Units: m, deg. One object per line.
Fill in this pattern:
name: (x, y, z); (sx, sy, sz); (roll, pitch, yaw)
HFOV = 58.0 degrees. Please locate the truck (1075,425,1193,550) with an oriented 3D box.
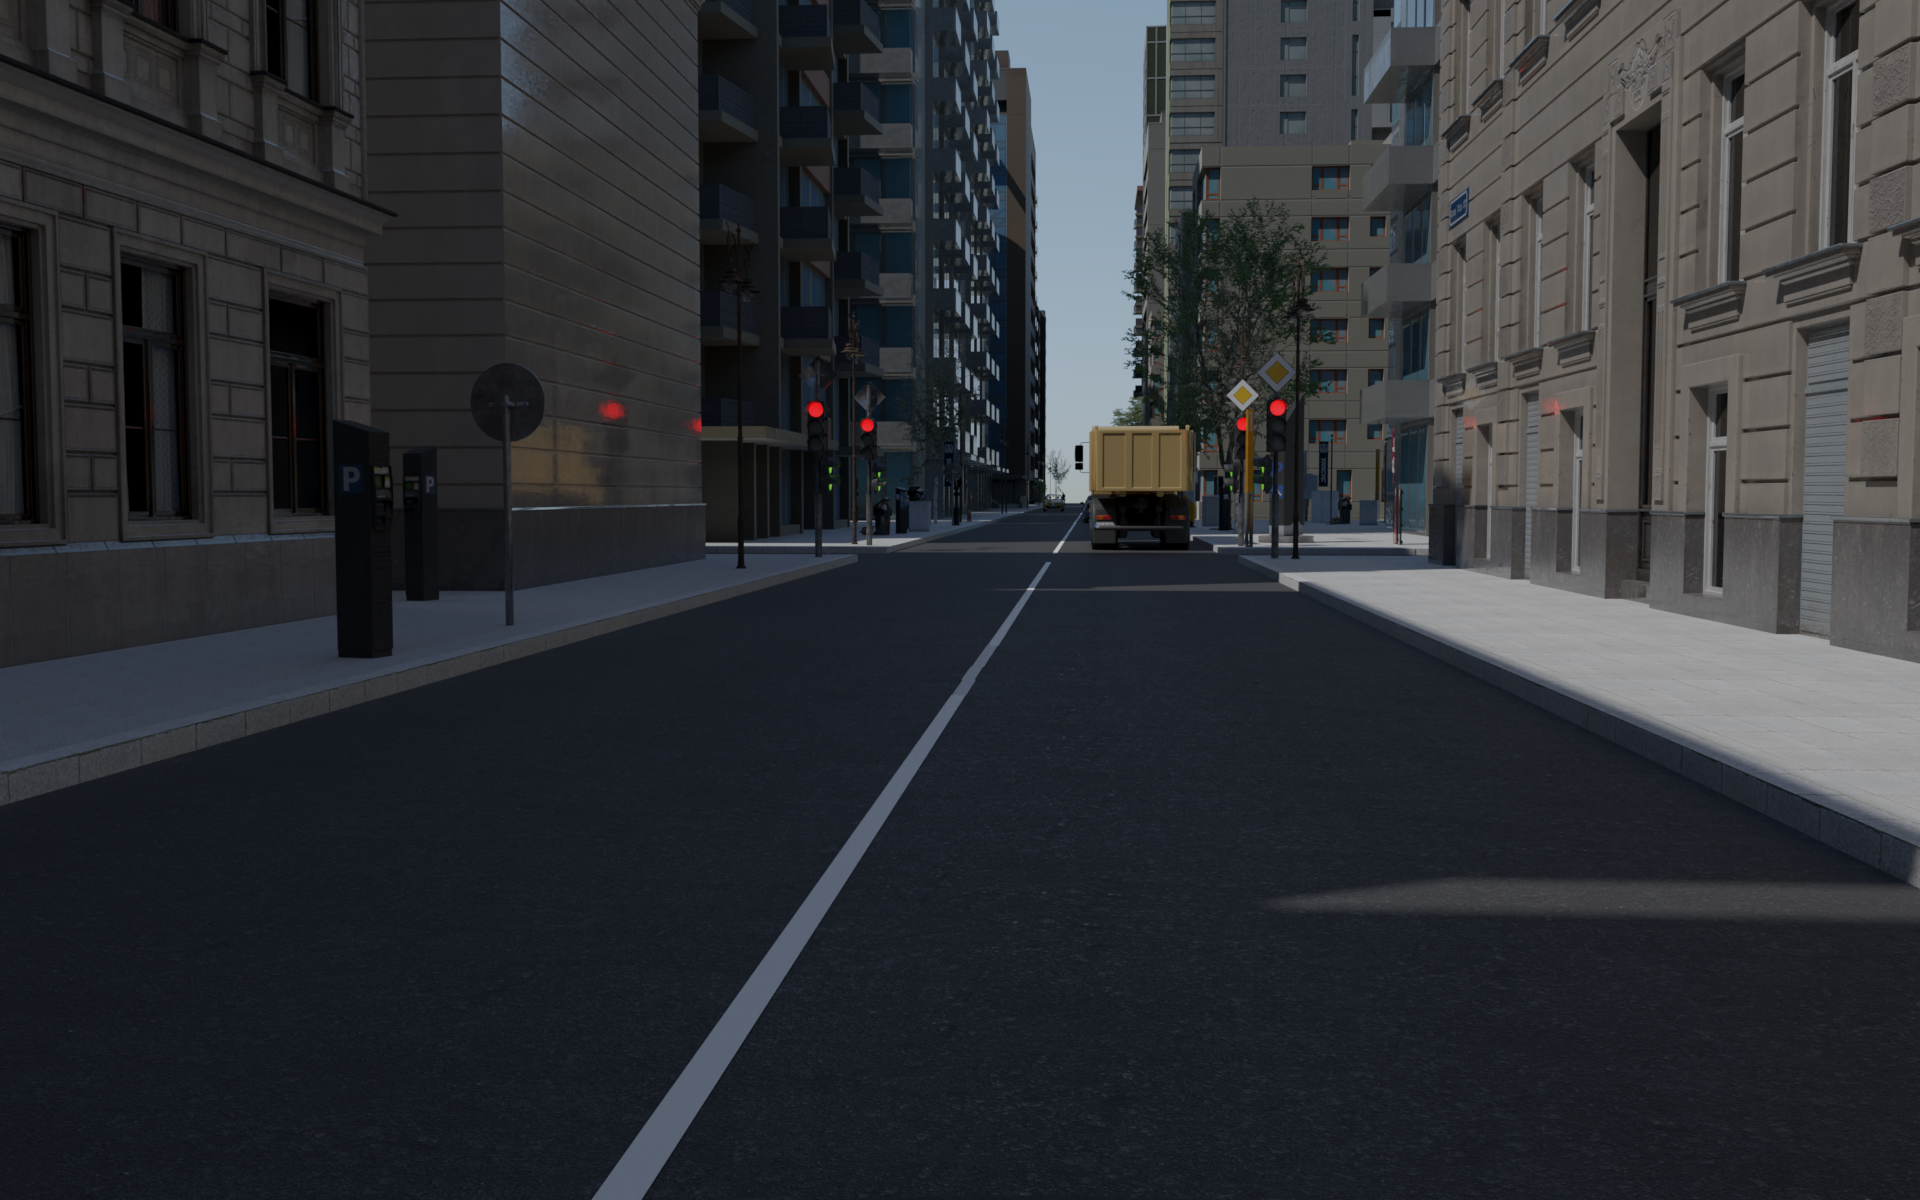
truck: (4.888, -3.189, 48.057); (3.469, 3.379, 9.791); (0, 4, 4)

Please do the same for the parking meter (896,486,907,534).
parking meter: (-1.900, -2.918, 56.118); (0.372, 1.533, 0.369); (0, 3, 0)

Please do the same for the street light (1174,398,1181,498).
street light: (10.427, -6.705, 82.422); (0.468, 5.910, 1.993); (0, 4, 4)

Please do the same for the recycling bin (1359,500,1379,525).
recycling bin: (16.819, -3.585, 71.175); (0.722, 1.027, 0.722); (1, 4, 19)

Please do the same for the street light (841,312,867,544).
street light: (-2.688, -4.358, 44.042); (0.468, 5.910, 1.993); (0, 4, 4)

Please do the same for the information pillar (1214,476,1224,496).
information pillar: (10.423, -3.995, 69.807); (0.304, 2.012, 0.304); (-2, 4, -23)

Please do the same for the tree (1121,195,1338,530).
tree: (9.480, -8.313, 61.666); (9.928, 11.665, 9.643); (0, 3, 0)

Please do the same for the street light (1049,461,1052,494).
street light: (12.438, -16.251, 238.485); (0.468, 5.910, 1.993); (0, 4, 4)

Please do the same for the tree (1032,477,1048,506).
tree: (9.091, -12.228, 194.522); (1.663, 3.219, 1.824); (0, 3, 0)

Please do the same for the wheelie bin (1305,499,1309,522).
wheelie bin: (15.882, -4.462, 80.862); (0.693, 1.594, 0.980); (-2, 4, -31)

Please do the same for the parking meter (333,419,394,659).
parking meter: (-4.677, -0.482, 13.599); (0.399, 1.863, 0.255); (1, 4, 19)

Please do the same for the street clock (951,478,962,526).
street clock: (-0.150, -4.035, 70.536); (0.358, 2.002, 0.471); (2, 4, 32)

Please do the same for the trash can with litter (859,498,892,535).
trash can with litter: (-2.641, -2.598, 53.863); (1.055, 1.170, 0.624); (2, 4, 25)

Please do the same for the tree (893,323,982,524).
tree: (-1.064, -7.646, 75.367); (4.360, 8.622, 3.978); (0, 3, 0)

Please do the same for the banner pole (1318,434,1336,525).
banner pole: (15.301, -5.030, 72.264); (0.863, 3.779, 0.401); (-1, 4, -21)

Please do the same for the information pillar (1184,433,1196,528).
information pillar: (8.798, -4.585, 66.311); (0.504, 3.616, 0.183); (3, 5, 40)

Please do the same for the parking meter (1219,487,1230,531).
parking meter: (9.297, -3.211, 60.906); (0.372, 1.533, 0.369); (0, 3, 0)

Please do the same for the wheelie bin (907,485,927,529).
wheelie bin: (-1.642, -3.423, 63.877); (0.693, 1.594, 0.980); (2, 4, 28)

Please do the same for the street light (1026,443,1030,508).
street light: (6.061, -11.138, 154.887); (0.468, 5.910, 1.993); (0, 4, 4)

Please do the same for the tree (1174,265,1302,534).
tree: (8.869, -6.416, 55.260); (4.360, 8.622, 3.978); (0, 3, 0)

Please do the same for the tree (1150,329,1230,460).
tree: (10.391, -7.808, 78.021); (4.737, 8.622, 4.395); (0, 3, 0)

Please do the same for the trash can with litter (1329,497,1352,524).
trash can with litter: (16.137, -3.803, 73.571); (0.624, 1.170, 1.055); (-3, 4, -38)

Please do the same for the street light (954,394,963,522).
street light: (0.024, -6.472, 78.608); (0.468, 5.910, 1.993); (0, 4, 4)

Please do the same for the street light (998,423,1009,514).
street light: (2.768, -8.586, 113.170); (0.468, 5.910, 1.993); (0, 4, 4)

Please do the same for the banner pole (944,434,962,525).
banner pole: (-0.328, -5.047, 72.528); (0.863, 3.779, 0.401); (2, 4, 29)

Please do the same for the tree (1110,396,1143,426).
tree: (20.216, -17.281, 200.673); (7.486, 12.596, 7.792); (0, 3, 0)

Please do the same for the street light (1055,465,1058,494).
street light: (15.234, -18.367, 273.088); (0.468, 5.910, 1.993); (0, 4, 4)

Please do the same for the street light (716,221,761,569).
street light: (-3.771, -3.479, 29.667); (0.468, 5.910, 1.993); (0, 4, 4)

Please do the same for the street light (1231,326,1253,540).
street light: (7.772, -4.591, 47.852); (0.468, 5.910, 1.993); (0, 4, 4)

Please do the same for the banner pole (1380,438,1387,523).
banner pole: (19.042, -5.360, 77.654); (0.401, 3.779, 0.863); (0, 4, 5)

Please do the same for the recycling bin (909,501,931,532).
recycling bin: (-1.377, -2.874, 59.544); (0.722, 1.027, 0.722); (0, 4, 4)

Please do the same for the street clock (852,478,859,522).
street clock: (-4.820, -4.614, 80.004); (0.358, 2.002, 0.471); (0, 4, 4)

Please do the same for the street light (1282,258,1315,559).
street light: (6.639, -3.750, 34.096); (0.468, 5.910, 1.993); (0, 4, 4)

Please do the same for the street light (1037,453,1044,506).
street light: (8.678, -13.276, 189.853); (0.468, 5.910, 1.993); (0, 4, 4)

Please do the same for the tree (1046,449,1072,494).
tree: (15.541, -19.977, 276.987); (4.737, 8.622, 4.395); (0, 3, 0)

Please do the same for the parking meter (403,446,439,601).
parking meter: (-6.493, -0.926, 20.858); (0.255, 1.863, 0.399); (1, 4, 17)
